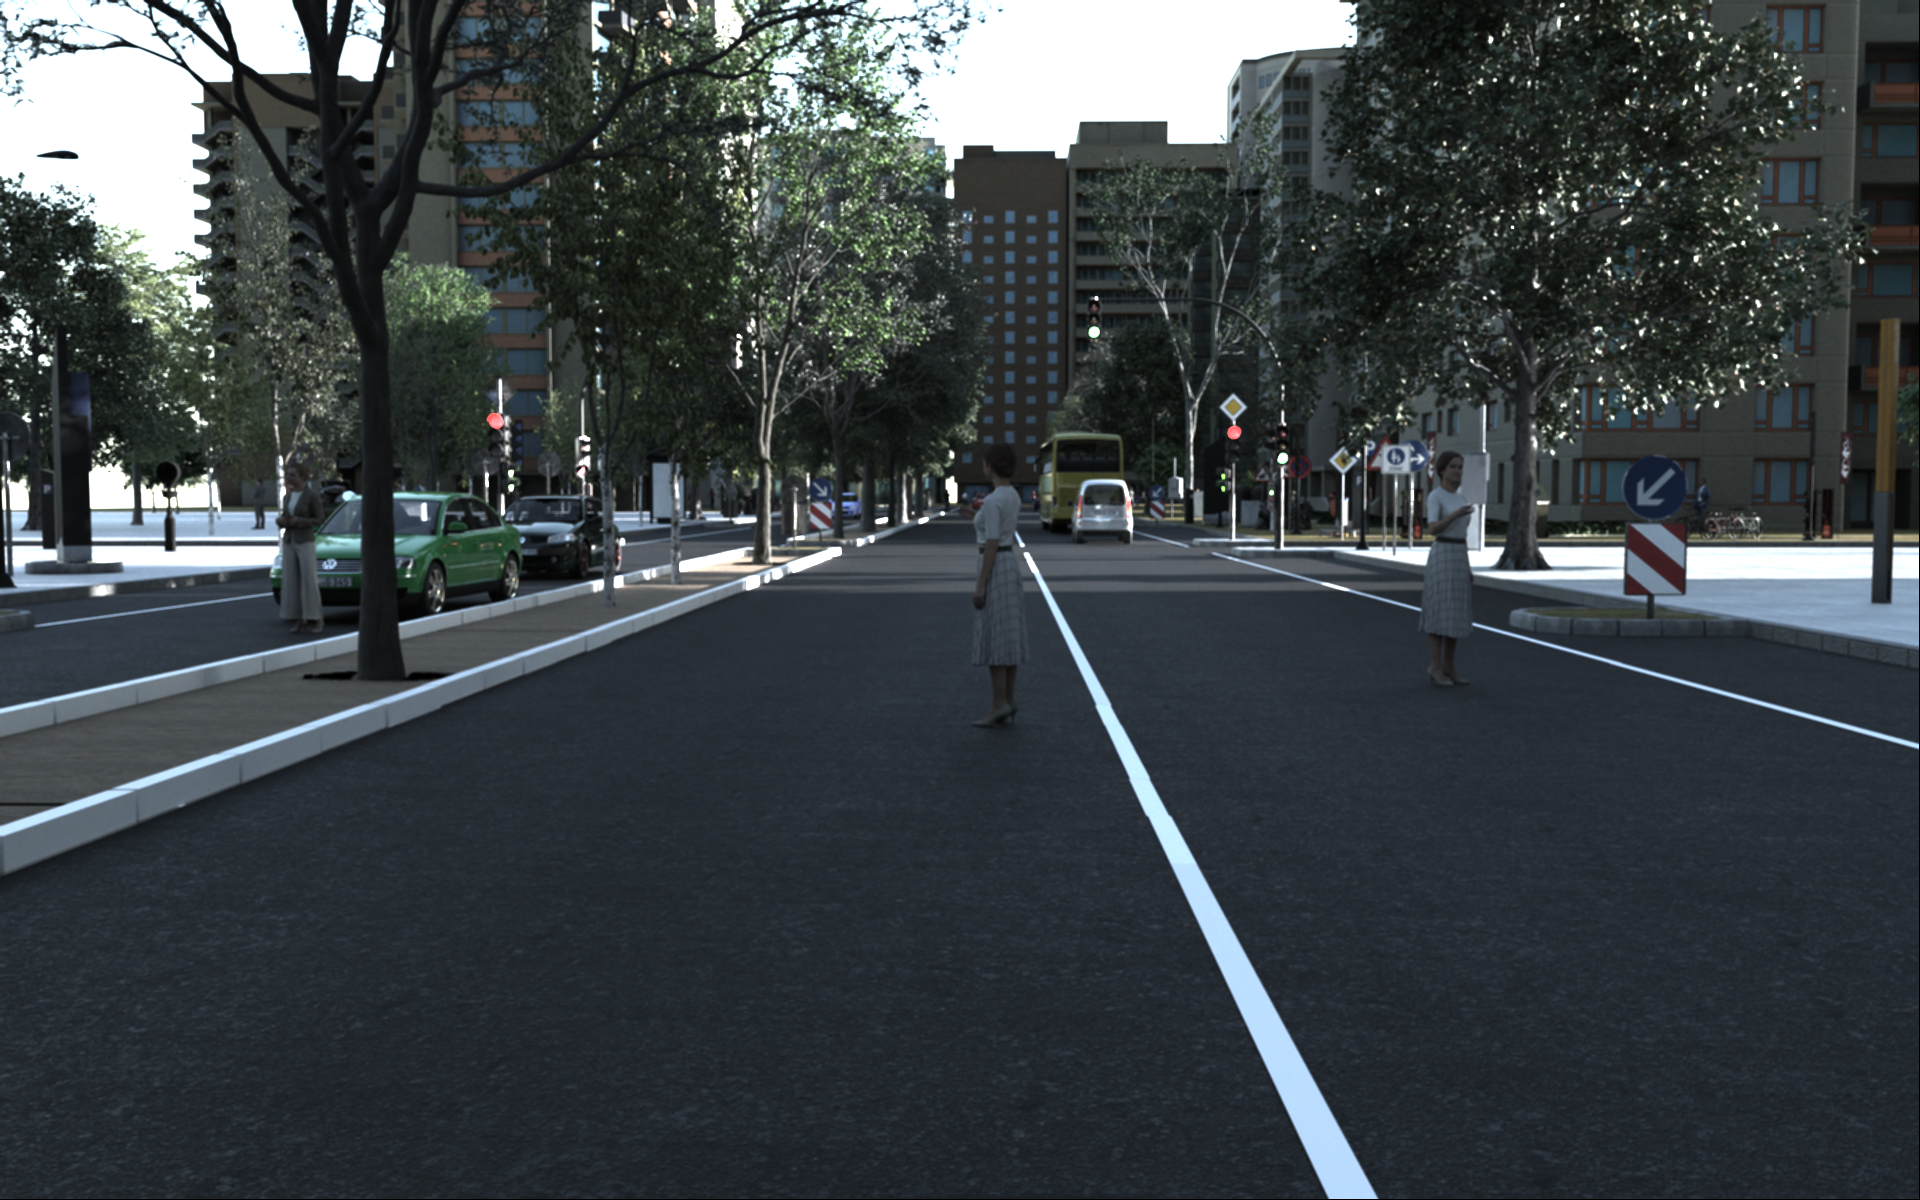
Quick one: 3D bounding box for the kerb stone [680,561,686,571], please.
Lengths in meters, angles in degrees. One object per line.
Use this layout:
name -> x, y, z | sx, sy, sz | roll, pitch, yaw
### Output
kerb stone -> -5.223, -0.580, 31.716 | 0.120, 0.150, 1.000 | 0, 4, 1

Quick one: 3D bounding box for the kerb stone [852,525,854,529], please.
kerb stone -> -4.445, -2.869, 69.124 | 0.120, 0.150, 1.000 | 0, 4, 1

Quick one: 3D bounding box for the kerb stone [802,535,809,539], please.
kerb stone -> -4.789, -1.867, 52.720 | 0.120, 0.150, 1.000 | 0, 4, 1

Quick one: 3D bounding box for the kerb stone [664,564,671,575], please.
kerb stone -> -5.251, -0.520, 30.692 | 0.120, 0.150, 1.000 | 0, 4, 1

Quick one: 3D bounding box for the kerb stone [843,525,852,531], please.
kerb stone -> -4.456, -2.808, 68.102 | 0.120, 0.150, 1.000 | 0, 4, 1

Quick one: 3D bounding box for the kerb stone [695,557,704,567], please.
kerb stone -> -5.182, -0.708, 33.771 | 0.120, 0.150, 1.000 | 0, 4, 1

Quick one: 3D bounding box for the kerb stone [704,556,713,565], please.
kerb stone -> -5.160, -0.771, 34.798 | 0.120, 0.150, 1.000 | 0, 4, 1

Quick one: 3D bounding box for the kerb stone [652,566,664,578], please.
kerb stone -> -5.273, -0.454, 29.665 | 0.120, 0.150, 1.000 | 0, 4, 1

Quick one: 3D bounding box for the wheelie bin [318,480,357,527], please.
wheelie bin -> -13.914, -1.884, 38.718 | 0.980, 1.594, 0.693 | 0, 4, -3

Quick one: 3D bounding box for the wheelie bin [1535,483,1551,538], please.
wheelie bin -> 16.739, -2.610, 50.586 | 0.980, 1.594, 0.693 | -2, 4, -28

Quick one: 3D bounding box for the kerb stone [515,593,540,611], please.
kerb stone -> -5.435, 0.044, 21.475 | 0.120, 0.150, 1.000 | 0, 4, 1

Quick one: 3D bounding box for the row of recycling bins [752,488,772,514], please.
row of recycling bins -> -12.707, -6.379, 111.408 | 1.069, 1.692, 3.534 | 0, 4, 3

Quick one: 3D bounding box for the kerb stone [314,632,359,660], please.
kerb stone -> -5.563, 0.421, 15.335 | 0.120, 0.150, 1.000 | 0, 4, 1

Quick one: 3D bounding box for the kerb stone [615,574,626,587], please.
kerb stone -> -5.332, -0.269, 26.599 | 0.120, 0.150, 1.000 | 0, 4, 1

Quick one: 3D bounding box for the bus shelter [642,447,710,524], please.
bus shelter -> -12.538, -5.082, 77.007 | 2.014, 3.302, 5.546 | 0, 4, 1

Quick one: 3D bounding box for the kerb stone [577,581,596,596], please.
kerb stone -> -5.376, -0.143, 24.554 | 0.120, 0.150, 1.000 | 0, 4, 1

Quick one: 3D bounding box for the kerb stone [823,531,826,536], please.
kerb stone -> -4.676, -2.177, 57.837 | 0.120, 0.150, 1.000 | 0, 4, 1

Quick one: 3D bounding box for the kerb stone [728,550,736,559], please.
kerb stone -> -5.098, -0.959, 37.878 | 0.120, 0.150, 1.000 | 0, 4, 1

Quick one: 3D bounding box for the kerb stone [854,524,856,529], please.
kerb stone -> -4.424, -2.933, 70.146 | 0.120, 0.150, 1.000 | 0, 4, 1

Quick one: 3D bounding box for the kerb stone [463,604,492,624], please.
kerb stone -> -5.481, 0.169, 19.424 | 0.120, 0.150, 1.000 | 0, 4, 1

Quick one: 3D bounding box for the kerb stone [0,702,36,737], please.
kerb stone -> -5.673, 0.733, 10.206 | 0.120, 0.150, 1.000 | 0, 4, 1

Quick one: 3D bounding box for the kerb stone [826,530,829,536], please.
kerb stone -> -4.653, -2.238, 58.865 | 0.120, 0.150, 1.000 | 0, 4, 1

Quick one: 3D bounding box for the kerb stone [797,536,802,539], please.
kerb stone -> -4.827, -1.742, 50.676 | 0.120, 0.150, 1.000 | 0, 4, 1

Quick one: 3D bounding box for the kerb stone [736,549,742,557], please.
kerb stone -> -5.078, -1.022, 38.907 | 0.120, 0.150, 1.000 | 0, 4, 1

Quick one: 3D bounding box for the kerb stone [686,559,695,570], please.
kerb stone -> -5.198, -0.645, 32.749 | 0.120, 0.150, 1.000 | 0, 4, 1

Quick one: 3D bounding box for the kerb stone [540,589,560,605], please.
kerb stone -> -5.410, -0.019, 22.501 | 0.120, 0.150, 1.000 | 0, 4, 1

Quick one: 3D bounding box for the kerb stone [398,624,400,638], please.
kerb stone -> -5.548, 0.357, 16.357 | 0.120, 0.150, 1.000 | 0, 4, 1

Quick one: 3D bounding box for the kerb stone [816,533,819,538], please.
kerb stone -> -4.722, -2.055, 55.791 | 0.120, 0.150, 1.000 | 0, 4, 1

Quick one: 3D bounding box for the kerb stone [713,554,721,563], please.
kerb stone -> -5.144, -0.827, 35.826 | 0.120, 0.150, 1.000 | 0, 4, 1

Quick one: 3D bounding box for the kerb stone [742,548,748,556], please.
kerb stone -> -5.060, -1.083, 39.936 | 0.120, 0.150, 1.000 | 0, 4, 1

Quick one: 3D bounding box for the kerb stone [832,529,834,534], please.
kerb stone -> -4.615, -2.365, 60.911 | 0.120, 0.150, 1.000 | 0, 4, 1

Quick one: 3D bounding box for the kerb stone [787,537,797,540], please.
kerb stone -> -4.851, -1.679, 49.645 | 0.120, 0.150, 1.000 | 0, 4, 1

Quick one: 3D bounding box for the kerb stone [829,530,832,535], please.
kerb stone -> -4.634, -2.303, 59.889 | 0.120, 0.150, 1.000 | 0, 4, 1

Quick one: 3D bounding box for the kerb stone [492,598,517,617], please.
kerb stone -> -5.459, 0.115, 20.446 | 0.120, 0.150, 1.000 | 0, 4, 1

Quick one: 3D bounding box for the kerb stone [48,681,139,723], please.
kerb stone -> -5.651, 0.670, 11.236 | 0.120, 0.150, 1.000 | 0, 4, 1

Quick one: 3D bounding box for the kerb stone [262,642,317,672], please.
kerb stone -> -5.587, 0.483, 14.306 | 0.120, 0.150, 1.000 | 0, 4, 1

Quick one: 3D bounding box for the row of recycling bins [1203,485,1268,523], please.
row of recycling bins -> 12.502, -4.369, 78.545 | 3.534, 1.692, 1.069 | 3, 5, 45

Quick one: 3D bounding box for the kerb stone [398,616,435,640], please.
kerb stone -> -5.519, 0.294, 17.381 | 0.120, 0.150, 1.000 | 0, 4, 1

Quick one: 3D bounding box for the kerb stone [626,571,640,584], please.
kerb stone -> -5.304, -0.332, 27.621 | 0.120, 0.150, 1.000 | 0, 4, 1

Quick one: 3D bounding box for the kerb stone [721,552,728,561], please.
kerb stone -> -5.120, -0.892, 36.854 | 0.120, 0.150, 1.000 | 0, 4, 1

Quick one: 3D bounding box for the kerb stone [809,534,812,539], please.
kerb stone -> -4.772, -1.927, 53.742 | 0.120, 0.150, 1.000 | 0, 4, 1

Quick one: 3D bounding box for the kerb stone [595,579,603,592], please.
kerb stone -> -5.355, -0.207, 25.576 | 0.120, 0.150, 1.000 | 0, 4, 1

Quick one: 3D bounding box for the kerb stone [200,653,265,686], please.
kerb stone -> -5.618, 0.545, 13.280 | 0.120, 0.150, 1.000 | 0, 4, 1

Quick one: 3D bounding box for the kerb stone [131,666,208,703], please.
kerb stone -> -5.632, 0.608, 12.258 | 0.120, 0.150, 1.000 | 0, 4, 1

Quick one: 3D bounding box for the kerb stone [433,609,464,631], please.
kerb stone -> -5.509, 0.232, 18.403 | 0.120, 0.150, 1.000 | 0, 4, 1

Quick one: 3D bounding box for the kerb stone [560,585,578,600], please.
kerb stone -> -5.398, -0.074, 23.523 | 0.120, 0.150, 1.000 | 0, 4, 1

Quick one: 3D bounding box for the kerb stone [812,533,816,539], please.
kerb stone -> -4.741, -1.992, 54.767 | 0.120, 0.150, 1.000 | 0, 4, 1

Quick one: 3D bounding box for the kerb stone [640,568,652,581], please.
kerb stone -> -5.290, -0.394, 28.643 | 0.120, 0.150, 1.000 | 0, 4, 1
